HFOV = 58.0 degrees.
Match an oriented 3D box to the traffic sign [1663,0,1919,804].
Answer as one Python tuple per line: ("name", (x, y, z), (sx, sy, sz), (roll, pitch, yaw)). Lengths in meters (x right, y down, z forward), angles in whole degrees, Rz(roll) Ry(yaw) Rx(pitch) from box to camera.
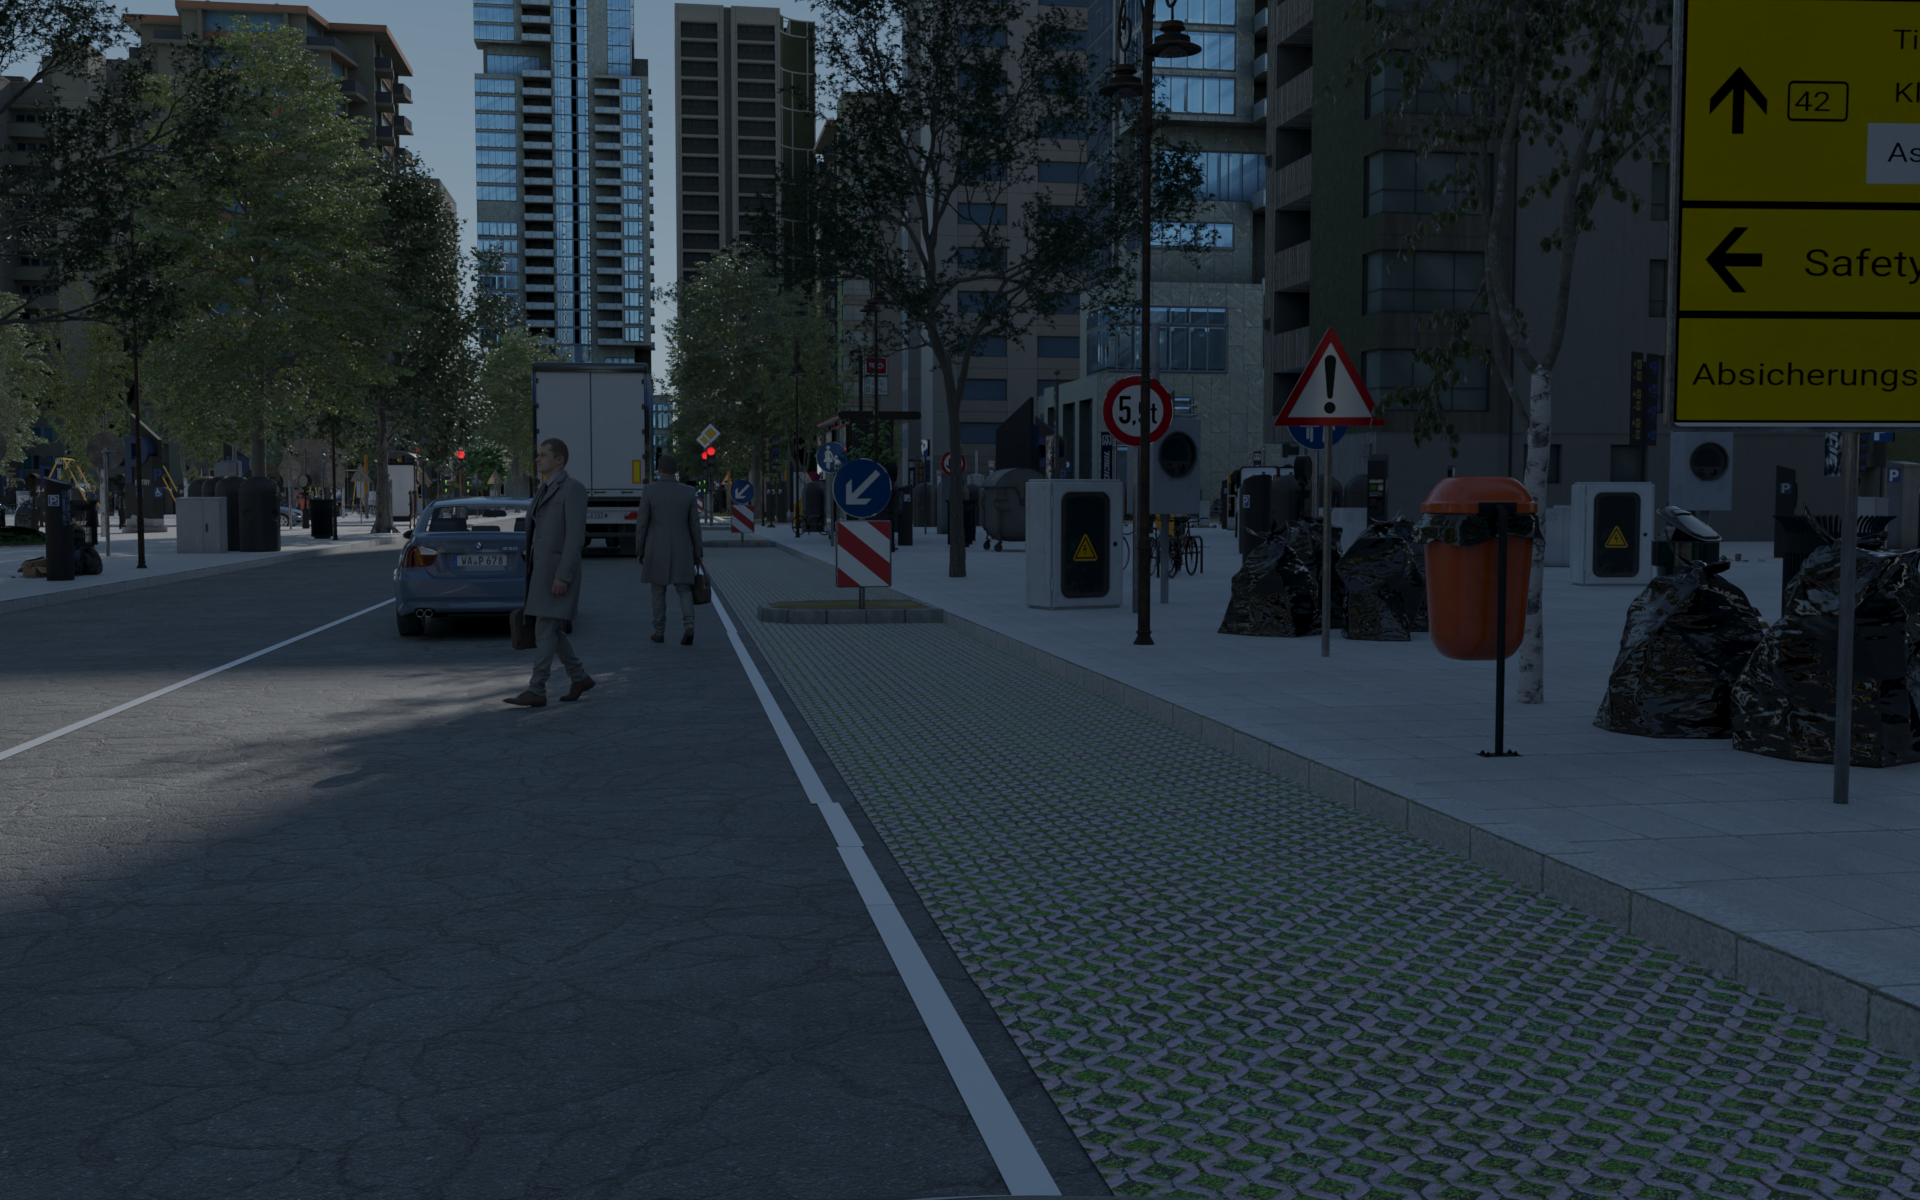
("traffic sign", (3.979, -0.809, 7.101), (2.265, 3.308, 0.079), (0, 4, -3))

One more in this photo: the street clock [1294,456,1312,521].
("street clock", (6.530, -1.739, 32.998), (0.358, 2.002, 0.471), (2, 4, 29))

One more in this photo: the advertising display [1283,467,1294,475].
("advertising display", (7.647, -2.173, 40.743), (0.974, 1.923, 0.123), (-1, 4, -11))

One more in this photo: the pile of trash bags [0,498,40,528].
("pile of trash bags", (-35.906, -3.325, 64.112), (3.447, 1.369, 1.912), (-1, 4, -12))

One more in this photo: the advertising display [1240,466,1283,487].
("advertising display", (6.887, -2.117, 39.833), (0.974, 1.923, 0.123), (3, 4, 36))

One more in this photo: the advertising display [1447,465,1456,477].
("advertising display", (11.200, -2.097, 39.500), (0.123, 1.923, 0.974), (1, 4, 20))

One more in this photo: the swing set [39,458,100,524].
("swing set", (-39.087, -4.787, 75.892), (2.862, 2.851, 3.119), (-1, 4, -18))

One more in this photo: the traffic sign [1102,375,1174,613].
("traffic sign", (1.899, -1.131, 18.604), (0.768, 2.556, 0.104), (0, 4, -1))

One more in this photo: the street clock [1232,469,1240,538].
("street clock", (8.226, -2.836, 50.943), (0.471, 2.002, 0.358), (-3, 4, -36))

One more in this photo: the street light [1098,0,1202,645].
("street light", (1.569, -2.558, 14.604), (0.468, 5.910, 1.993), (-1, 4, -10))

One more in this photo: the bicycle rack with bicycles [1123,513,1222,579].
("bicycle rack with bicycles", (2.907, -0.881, 27.788), (2.852, 0.926, 2.925), (2, 4, 31))

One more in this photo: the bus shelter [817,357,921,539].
("bus shelter", (-2.716, -4.294, 47.842), (2.179, 5.291, 8.768), (-1, 4, -10))

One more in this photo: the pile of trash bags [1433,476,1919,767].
("pile of trash bags", (3.994, 0.051, 8.927), (3.447, 1.369, 1.912), (-1, 4, -10))

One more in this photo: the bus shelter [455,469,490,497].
("bus shelter", (-28.717, -6.821, 102.802), (1.731, 3.624, 6.357), (-1, 4, -10))

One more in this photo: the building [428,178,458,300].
("building", (-84.421, -38.321, 250.252), (21.600, 48.544, 21.300), (-1, 4, -10))

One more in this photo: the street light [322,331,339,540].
("street light", (-17.314, -4.590, 47.842), (0.468, 5.910, 1.993), (-1, 4, -10))

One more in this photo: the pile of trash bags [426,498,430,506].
("pile of trash bags", (-37.809, -6.750, 120.118), (3.447, 1.369, 1.912), (-1, 4, -13))

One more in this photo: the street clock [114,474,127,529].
("street clock", (-30.492, -3.575, 63.021), (0.471, 2.002, 0.358), (0, 4, 3))

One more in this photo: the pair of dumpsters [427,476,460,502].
("pair of dumpsters", (-26.499, -5.314, 89.376), (1.574, 2.255, 4.437), (-1, 4, -10))

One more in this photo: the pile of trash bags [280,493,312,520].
("pile of trash bags", (-38.595, -5.381, 97.732), (3.447, 1.369, 1.912), (-3, 5, -45))

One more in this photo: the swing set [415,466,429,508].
("swing set", (-31.322, -6.174, 98.559), (2.862, 2.851, 3.119), (-2, 4, -35))

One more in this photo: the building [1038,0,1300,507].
("building", (20.724, -48.430, 104.499), (31.000, 86.520, 22.319), (-1, 4, -10))

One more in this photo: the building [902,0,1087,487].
("building", (6.053, -36.169, 133.364), (21.231, 58.520, 28.212), (-1, 4, -10))

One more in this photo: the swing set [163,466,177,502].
("swing set", (-44.756, -6.070, 96.866), (2.862, 2.851, 3.119), (-2, 4, -32))

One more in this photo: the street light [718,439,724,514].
("street light", (-15.673, -8.604, 113.460), (0.468, 5.910, 1.993), (-1, 4, -10))

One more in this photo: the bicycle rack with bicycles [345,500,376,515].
("bicycle rack with bicycles", (-36.163, -5.620, 105.273), (2.852, 0.926, 2.925), (2, 4, 34))

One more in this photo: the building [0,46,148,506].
("building", (-96.988, -34.635, 189.983), (21.600, 48.544, 21.300), (-1, 4, -10))

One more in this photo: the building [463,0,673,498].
("building", (-58.058, -57.528, 253.261), (31.000, 86.520, 22.319), (-1, 4, -10))

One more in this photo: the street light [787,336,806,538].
("street light", (-4.787, -4.779, 50.917), (0.468, 5.910, 1.993), (-1, 4, -10))

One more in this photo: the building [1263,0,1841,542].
("building", (16.448, -17.128, 51.744), (14.160, 30.474, 14.107), (-1, 4, -10))

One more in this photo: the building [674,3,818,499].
("building", (-31.730, -50.116, 257.648), (20.611, 71.187, 20.563), (-1, 4, -10))

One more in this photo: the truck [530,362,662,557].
("truck", (-8.762, -3.273, 42.430), (2.839, 4.237, 11.283), (-1, 4, -9))

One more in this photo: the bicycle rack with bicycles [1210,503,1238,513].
("bicycle rack with bicycles", (11.317, -3.507, 70.722), (2.852, 0.926, 2.925), (-1, 4, -10))

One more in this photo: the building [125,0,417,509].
("building", (-62.227, -30.815, 158.443), (22.147, 44.769, 28.867), (-1, 4, -10))

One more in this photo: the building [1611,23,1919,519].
("building", (51.410, -20.574, 108.088), (14.107, 30.474, 14.160), (-1, 4, -10))

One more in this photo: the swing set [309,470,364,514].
("swing set", (-40.288, -6.959, 111.407), (3.119, 2.851, 2.862), (-2, 4, -35))

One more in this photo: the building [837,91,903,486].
("building", (-5.919, -30.382, 180.339), (14.154, 41.232, 14.086), (-1, 4, -10))

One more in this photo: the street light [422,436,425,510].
("street light", (-20.639, -5.735, 66.558), (0.468, 5.910, 1.993), (-1, 4, -10))

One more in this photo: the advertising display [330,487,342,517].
("advertising display", (-34.895, -5.609, 96.917), (0.974, 1.923, 0.123), (2, 4, 31))

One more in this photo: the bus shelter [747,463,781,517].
("bus shelter", (-10.826, -6.221, 95.630), (2.014, 3.302, 5.546), (-1, 4, -10))

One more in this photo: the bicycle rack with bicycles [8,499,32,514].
("bicycle rack with bicycles", (-62.653, -6.206, 114.854), (2.925, 0.926, 2.852), (1, 4, 8))

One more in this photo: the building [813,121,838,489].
("building", (-5.511, -33.486, 202.118), (22.147, 44.769, 28.867), (-1, 4, -10))

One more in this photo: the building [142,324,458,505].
("building", (-71.701, -21.268, 192.770), (28.899, 21.520, 27.650), (-1, 4, -10))

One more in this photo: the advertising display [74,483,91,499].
("advertising display", (-49.497, -5.659, 97.738), (0.123, 1.923, 0.974), (2, 4, 30))

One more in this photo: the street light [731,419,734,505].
("street light", (-12.459, -7.461, 94.775), (0.468, 5.910, 1.993), (-1, 4, -10))

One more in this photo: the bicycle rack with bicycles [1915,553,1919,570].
("bicycle rack with bicycles", (12.848, -0.415, 20.162), (2.852, 0.926, 2.925), (1, 4, 10))

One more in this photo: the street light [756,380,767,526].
("street light", (-7.857, -5.884, 68.995), (0.468, 5.910, 1.993), (-1, 4, -10))

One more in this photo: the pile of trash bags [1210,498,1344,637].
("pile of trash bags", (4.059, -0.421, 16.637), (1.912, 1.369, 3.447), (3, 5, 41))

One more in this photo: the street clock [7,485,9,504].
("street clock", (-71.904, -7.702, 130.501), (0.358, 2.002, 0.471), (1, 4, 22))

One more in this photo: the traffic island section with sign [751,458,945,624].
("traffic island section with sign", (-1.313, -0.690, 19.902), (1.989, 1.847, 2.006), (-1, 4, -10))

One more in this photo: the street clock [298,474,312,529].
("street clock", (-24.185, -3.635, 63.996), (0.471, 2.002, 0.358), (2, 4, 23))

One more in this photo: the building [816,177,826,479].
("building", (-8.171, -41.440, 266.777), (27.495, 52.752, 28.713), (-1, 4, -10))

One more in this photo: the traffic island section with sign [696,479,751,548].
("traffic island section with sign", (-6.044, -2.345, 46.965), (1.989, 1.847, 2.006), (-1, 4, -10))

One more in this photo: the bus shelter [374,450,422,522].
("bus shelter", (-26.568, -5.449, 83.021), (2.014, 3.302, 5.546), (-1, 4, -10))

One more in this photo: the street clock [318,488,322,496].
("street clock", (-48.679, -7.797, 132.052), (0.471, 2.002, 0.358), (2, 4, 35))

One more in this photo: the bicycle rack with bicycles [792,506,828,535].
("bicycle rack with bicycles", (-3.465, -2.501, 54.273), (2.925, 0.926, 2.852), (3, 5, 40))

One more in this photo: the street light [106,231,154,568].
("street light", (-14.152, -3.486, 29.780), (0.468, 5.910, 1.993), (-1, 4, -10))

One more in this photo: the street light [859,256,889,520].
("street light", (-1.587, -3.674, 32.861), (0.468, 5.910, 1.993), (-1, 4, -10))
